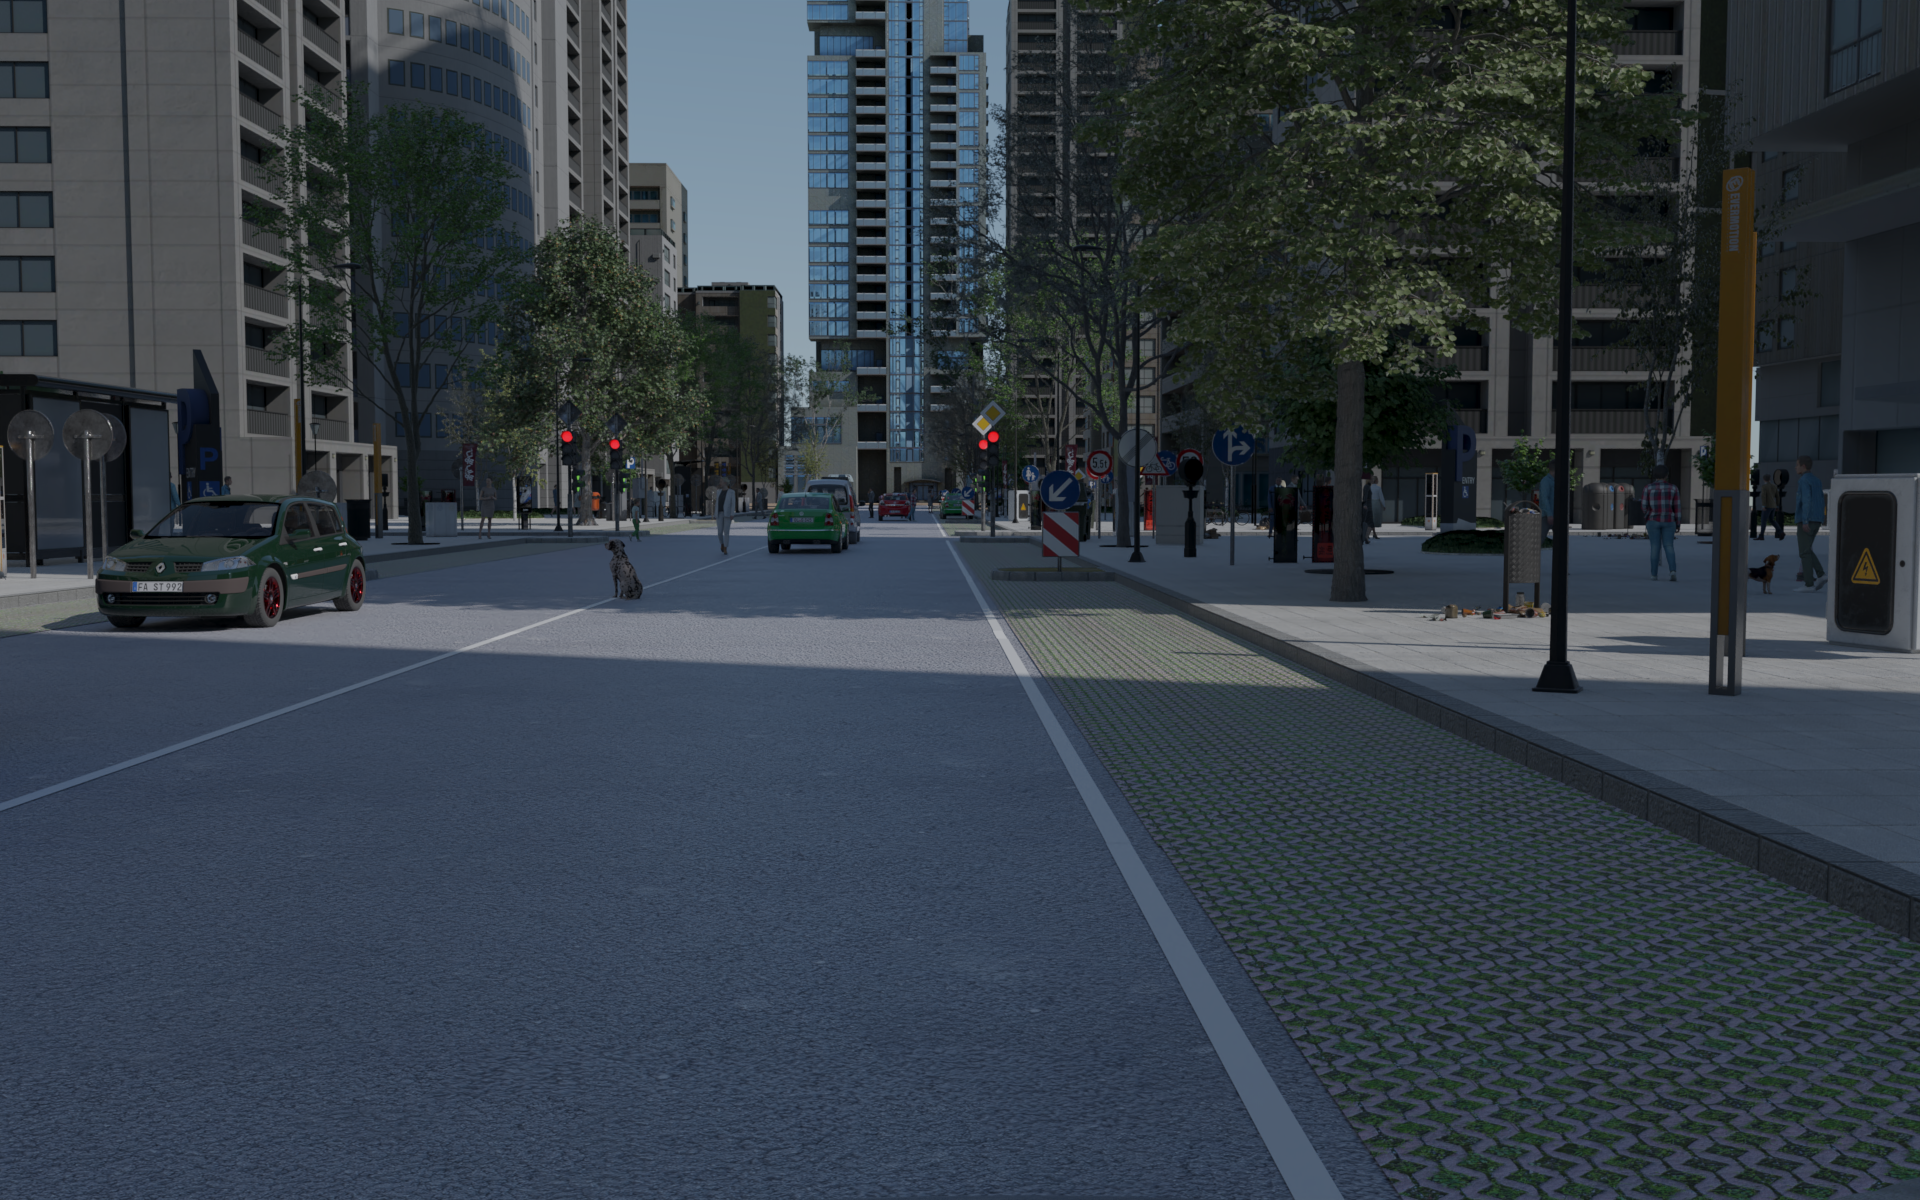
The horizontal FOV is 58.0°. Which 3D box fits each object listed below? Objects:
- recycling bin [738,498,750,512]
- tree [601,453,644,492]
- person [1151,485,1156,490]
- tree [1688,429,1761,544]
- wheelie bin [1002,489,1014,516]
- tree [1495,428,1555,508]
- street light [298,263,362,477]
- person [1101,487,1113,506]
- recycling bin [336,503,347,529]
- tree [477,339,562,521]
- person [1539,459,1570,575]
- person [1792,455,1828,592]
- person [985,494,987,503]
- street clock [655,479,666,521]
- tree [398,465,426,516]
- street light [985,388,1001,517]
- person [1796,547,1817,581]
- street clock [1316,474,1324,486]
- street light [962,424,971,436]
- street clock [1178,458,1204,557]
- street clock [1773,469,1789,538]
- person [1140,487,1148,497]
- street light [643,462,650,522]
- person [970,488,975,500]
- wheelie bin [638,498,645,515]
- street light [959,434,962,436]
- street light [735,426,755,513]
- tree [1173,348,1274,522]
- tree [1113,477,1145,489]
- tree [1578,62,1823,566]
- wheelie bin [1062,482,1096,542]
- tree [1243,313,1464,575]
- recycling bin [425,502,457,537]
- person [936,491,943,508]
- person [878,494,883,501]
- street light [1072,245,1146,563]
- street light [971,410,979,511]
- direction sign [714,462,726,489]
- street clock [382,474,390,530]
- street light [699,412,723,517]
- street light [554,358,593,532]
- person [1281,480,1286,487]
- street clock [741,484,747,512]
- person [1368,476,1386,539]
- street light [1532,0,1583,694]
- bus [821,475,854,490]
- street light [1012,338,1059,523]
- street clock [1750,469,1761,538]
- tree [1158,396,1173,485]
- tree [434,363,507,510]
[{"bbox_3d":[-15.410,-6.786,123.506,0.722,1.027,0.722,0,4,0],"label":"recycling bin"},{"bbox_3d":[-25.874,-9.112,132.688,4.285,4.588,4.351,0,3,0],"label":"tree"},{"bbox_3d":[9.390,-4.534,80.386,1.509,1.804,0.699,0,4,-1],"label":"person"},{"bbox_3d":[19.746,-3.062,44.661,1.663,3.219,1.824,0,3,0],"label":"tree"},{"bbox_3d":[2.888,-5.795,102.651,0.980,1.594,0.693,2,4,33],"label":"wheelie bin"},{"bbox_3d":[16.569,-3.464,51.239,1.663,3.219,1.824,0,3,0],"label":"tree"},{"bbox_3d":[-12.717,-3.816,34.935,1.470,5.913,1.316,0,4,-1],"label":"street light"},{"bbox_3d":[11.694,-8.060,137.831,0.705,1.824,1.348,-3,5,-42],"label":"person"},{"bbox_3d":[-17.934,-2.351,50.995,0.722,1.027,0.722,1,4,18],"label":"recycling bin"},{"bbox_3d":[-20.992,-8.054,82.047,4.737,8.622,4.395,0,3,0],"label":"tree"},{"bbox_3d":[9.382,-1.328,27.617,0.638,1.841,0.748,-3,4,-36],"label":"person"},{"bbox_3d":[11.077,-0.989,22.553,0.601,1.785,0.444,-2,4,-33],"label":"person"},{"bbox_3d":[3.072,-11.514,197.560,0.557,1.426,1.065,-3,4,-39],"label":"person"},{"bbox_3d":[-14.069,-4.701,81.428,0.358,2.002,0.471,3,5,43],"label":"street clock"},{"bbox_3d":[-32.128,-6.551,101.717,1.663,3.219,1.824,0,3,0],"label":"tree"},{"bbox_3d":[1.896,-6.321,75.893,1.470,5.913,1.316,0,4,-1],"label":"street light"},{"bbox_3d":[12.450,-0.924,25.423,0.394,1.301,0.425,0,4,5],"label":"person"},{"bbox_3d":[13.081,-3.571,62.964,0.358,2.002,0.471,1,4,19],"label":"street clock"},{"bbox_3d":[1.082,-8.694,114.691,1.470,5.913,1.316,0,4,-1],"label":"street light"},{"bbox_3d":[4.671,-1.867,35.091,0.471,2.002,0.358,-2,4,-25],"label":"street clock"},{"bbox_3d":[23.772,-2.790,50.184,0.358,2.002,0.471,0,4,-5],"label":"street clock"},{"bbox_3d":[16.116,-8.794,149.464,1.348,1.869,0.705,0,4,-2],"label":"person"},{"bbox_3d":[-13.759,-6.495,78.742,1.470,5.913,1.316,0,4,-1],"label":"street light"},{"bbox_3d":[1.078,-8.713,148.951,0.683,1.767,0.568,1,4,17],"label":"person"},{"bbox_3d":[-19.366,-5.975,105.594,0.980,1.594,0.693,2,4,35],"label":"wheelie bin"},{"bbox_3d":[0.642,-9.891,134.261,1.470,5.913,1.316,0,4,-1],"label":"street light"},{"bbox_3d":[-14.578,-8.868,117.540,1.470,5.913,1.316,0,4,-1],"label":"street light"},{"bbox_3d":[12.655,-7.958,80.474,4.360,8.622,3.978,0,3,0],"label":"tree"},{"bbox_3d":[10.342,-6.697,104.096,1.663,3.219,1.824,0,3,0],"label":"tree"},{"bbox_3d":[12.645,-4.907,30.594,4.360,8.622,3.978,0,3,0],"label":"tree"},{"bbox_3d":[3.364,-2.496,48.714,0.693,1.594,0.980,3,5,42],"label":"wheelie bin"},{"bbox_3d":[6.302,-2.721,28.199,4.285,4.588,4.351,0,3,0],"label":"tree"},{"bbox_3d":[-15.552,-2.409,51.934,0.722,1.027,0.722,-3,4,-38],"label":"recycling bin"},{"bbox_3d":[-2.074,-10.302,177.721,0.721,1.735,1.217,3,5,42],"label":"person"},{"bbox_3d":[-8.522,-10.721,187.016,0.697,1.427,0.421,1,4,13],"label":"person"},{"bbox_3d":[2.791,-3.662,32.423,1.470,5.913,1.316,0,4,-1],"label":"street light"},{"bbox_3d":[1.522,-7.508,95.293,1.470,5.913,1.316,0,4,-1],"label":"street light"},{"bbox_3d":[-16.692,-7.869,120.649,0.876,3.537,0.379,1,4,12],"label":"direction sign"},{"bbox_3d":[-20.296,-3.459,61.131,0.358,2.002,0.471,-1,4,-21],"label":"street clock"},{"bbox_3d":[-14.089,-7.682,98.143,1.470,5.913,1.316,0,4,-1],"label":"street light"},{"bbox_3d":[-13.252,-5.309,59.345,1.470,5.913,1.316,0,4,-1],"label":"street light"},{"bbox_3d":[12.074,-3.620,65.411,0.526,1.800,0.537,2,4,25],"label":"person"},{"bbox_3d":[-15.032,-7.097,120.604,0.358,2.002,0.471,3,4,36],"label":"street clock"},{"bbox_3d":[11.760,-2.628,49.236,0.641,1.798,0.478,-2,4,-31],"label":"person"},{"bbox_3d":[3.358,-2.359,11.117,1.470,5.913,1.316,0,4,-1],"label":"street light"},{"bbox_3d":[-11.215,-10.005,158.443,2.948,3.499,13.247,0,4,-2],"label":"bus"},{"bbox_3d":[2.393,-4.849,51.822,1.470,5.913,1.316,0,4,-1],"label":"street light"},{"bbox_3d":[23.129,-2.805,50.429,0.358,2.002,0.471,1,4,22],"label":"street clock"},{"bbox_3d":[12.430,-8.453,88.576,4.360,8.622,3.978,0,3,0],"label":"tree"},{"bbox_3d":[-26.226,-8.774,93.819,4.360,8.622,3.978,0,3,0],"label":"tree"}]
